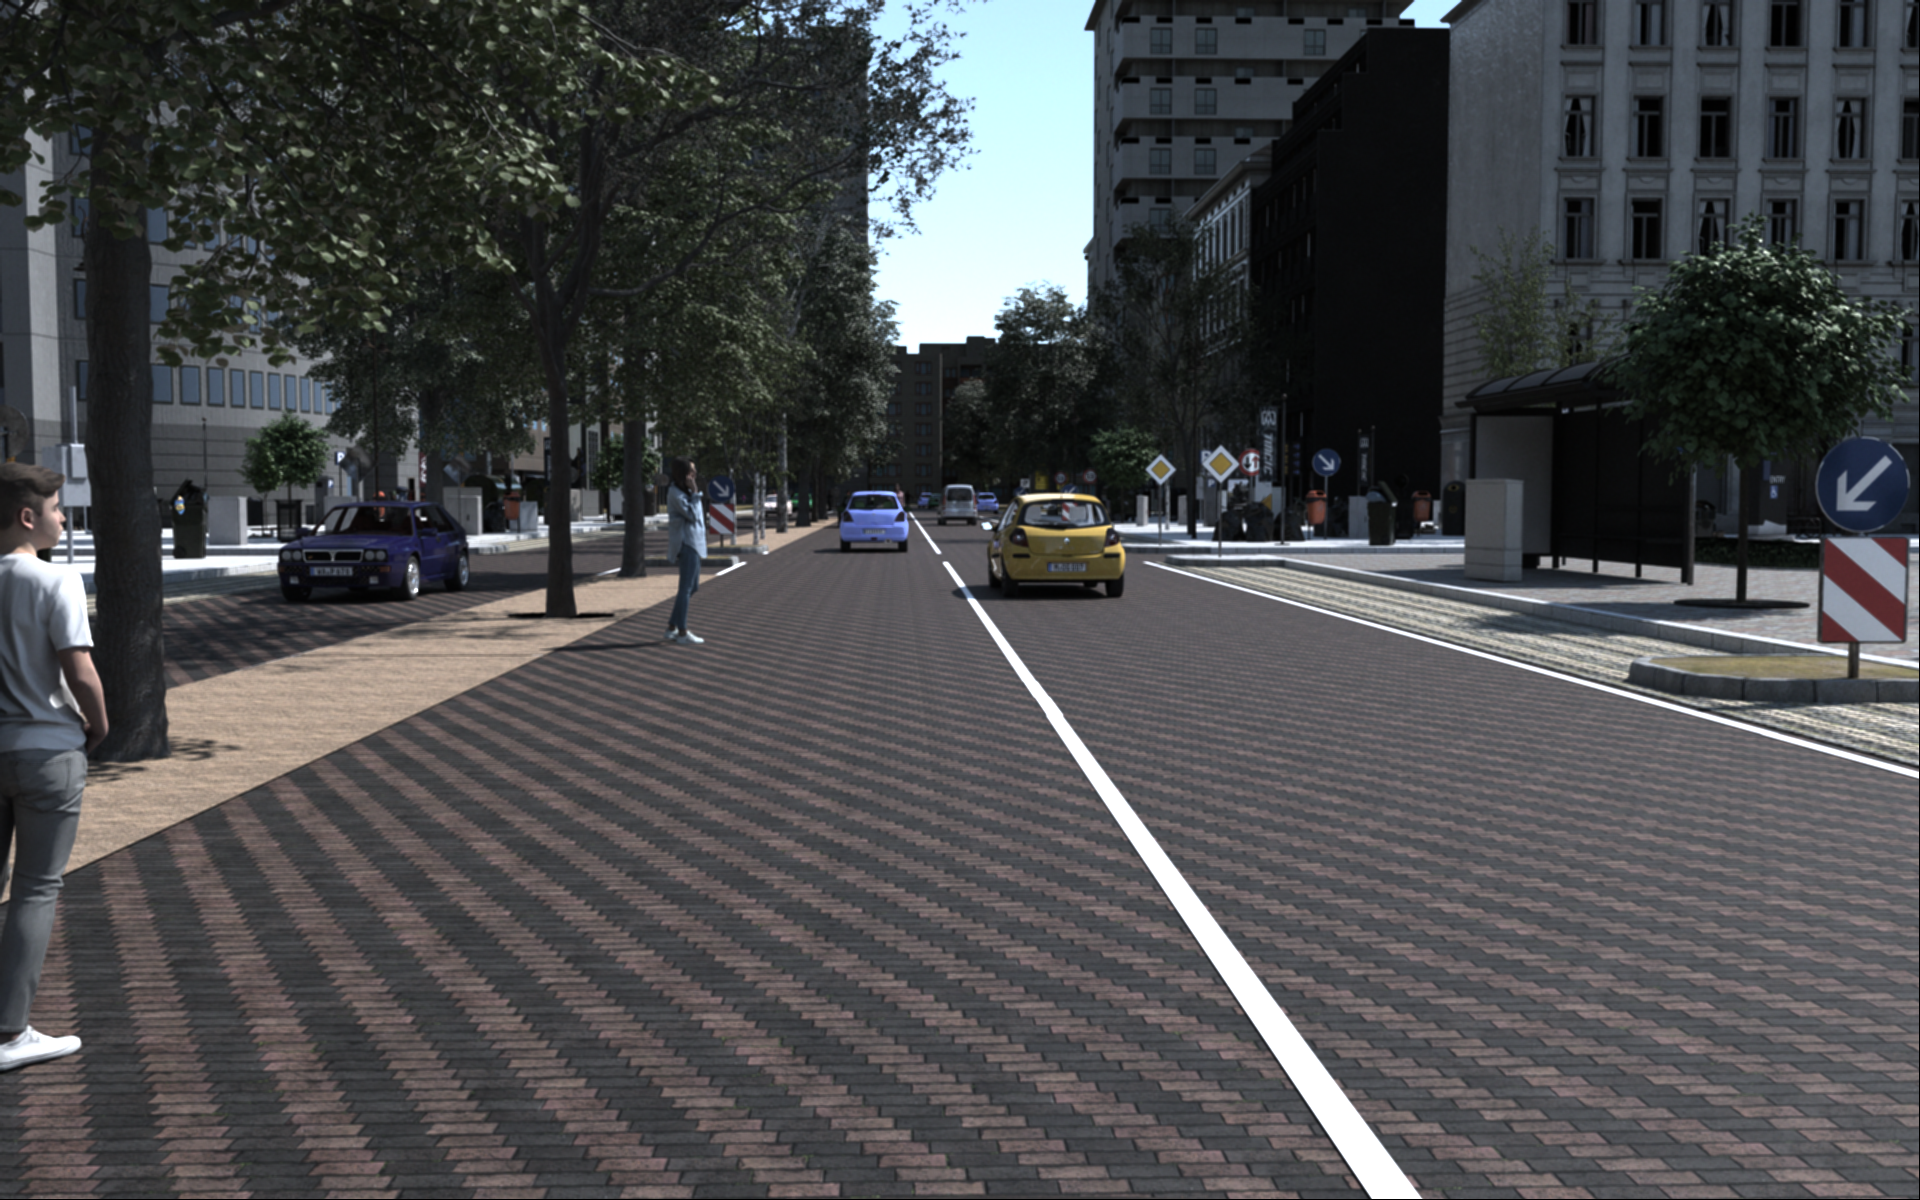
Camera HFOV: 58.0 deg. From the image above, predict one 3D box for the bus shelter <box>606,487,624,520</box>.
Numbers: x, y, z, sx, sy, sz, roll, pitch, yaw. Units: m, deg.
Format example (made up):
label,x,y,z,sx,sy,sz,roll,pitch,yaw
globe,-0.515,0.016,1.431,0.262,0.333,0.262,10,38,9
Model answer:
label,x,y,z,sx,sy,sz,roll,pitch,yaw
bus shelter,-16.938,-5.795,88.672,2.014,3.302,5.546,0,4,-2

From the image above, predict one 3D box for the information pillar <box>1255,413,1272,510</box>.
label,x,y,z,sx,sy,sz,roll,pitch,yaw
information pillar,8.750,-3.588,50.012,0.504,3.616,0.183,0,4,7

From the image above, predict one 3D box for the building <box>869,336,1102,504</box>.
label,x,y,z,sx,sy,sz,roll,pitch,yaw
building,2.729,-23.360,226.972,28.899,21.520,27.650,0,4,-2

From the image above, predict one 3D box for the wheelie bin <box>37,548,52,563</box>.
label,x,y,z,sx,sy,sz,roll,pitch,yaw
wheelie bin,-15.153,-1.239,28.173,0.693,1.594,0.980,2,4,33

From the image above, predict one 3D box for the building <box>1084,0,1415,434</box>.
label,x,y,z,sx,sy,sz,roll,pitch,yaw
building,27.814,-35.484,169.402,28.713,52.752,27.495,0,4,-2

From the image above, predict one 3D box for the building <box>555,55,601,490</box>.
label,x,y,z,sx,sy,sz,roll,pitch,yaw
building,-39.336,-50.005,130.253,22.319,86.520,31.000,0,4,-2

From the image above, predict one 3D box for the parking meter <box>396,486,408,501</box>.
label,x,y,z,sx,sy,sz,roll,pitch,yaw
parking meter,-18.260,-2.952,56.684,0.372,1.533,0.369,0,3,0

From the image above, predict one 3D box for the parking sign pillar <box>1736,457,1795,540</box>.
label,x,y,z,sx,sy,sz,roll,pitch,yaw
parking sign pillar,21.494,-3.525,46.110,1.447,3.967,1.447,-2,4,-34

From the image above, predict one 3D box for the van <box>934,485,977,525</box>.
label,x,y,z,sx,sy,sz,roll,pitch,yaw
van,-0.149,-4.493,80.474,2.013,2.044,4.112,0,4,-4

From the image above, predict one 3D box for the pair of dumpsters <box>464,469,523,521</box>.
label,x,y,z,sx,sy,sz,roll,pitch,yaw
pair of dumpsters,-17.507,-3.798,64.593,1.574,2.255,4.437,0,4,-2

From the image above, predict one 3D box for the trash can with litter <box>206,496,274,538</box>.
label,x,y,z,sx,sy,sz,roll,pitch,yaw
trash can with litter,-21.191,-2.452,51.146,2.233,1.210,1.678,0,4,0

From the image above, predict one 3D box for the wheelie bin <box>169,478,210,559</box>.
label,x,y,z,sx,sy,sz,roll,pitch,yaw
wheelie bin,-15.341,-1.627,34.516,0.693,1.594,0.980,-1,4,-17

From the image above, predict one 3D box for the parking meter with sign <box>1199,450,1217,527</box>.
label,x,y,z,sx,sy,sz,roll,pitch,yaw
parking meter with sign,9.766,-4.379,67.851,0.543,3.016,1.738,0,4,-1

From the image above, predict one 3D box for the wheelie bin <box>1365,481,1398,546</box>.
label,x,y,z,sx,sy,sz,roll,pitch,yaw
wheelie bin,10.483,-2.154,43.129,0.693,1.594,0.980,2,4,26

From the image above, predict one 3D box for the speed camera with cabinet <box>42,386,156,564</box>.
label,x,y,z,sx,sy,sz,roll,pitch,yaw
speed camera with cabinet,-16.188,-2.341,32.609,0.660,3.252,2.038,2,4,24

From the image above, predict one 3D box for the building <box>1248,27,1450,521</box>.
label,x,y,z,sx,sy,sz,roll,pitch,yaw
building,22.910,-15.972,90.816,12.332,23.373,15.834,0,4,-2

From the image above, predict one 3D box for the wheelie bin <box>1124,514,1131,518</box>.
label,x,y,z,sx,sy,sz,roll,pitch,yaw
wheelie bin,8.684,-5.149,92.095,0.693,1.594,0.980,-2,4,-32

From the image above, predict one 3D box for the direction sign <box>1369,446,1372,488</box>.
label,x,y,z,sx,sy,sz,roll,pitch,yaw
direction sign,19.166,-5.443,80.983,0.379,3.537,0.876,2,4,25

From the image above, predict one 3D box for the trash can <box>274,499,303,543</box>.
label,x,y,z,sx,sy,sz,roll,pitch,yaw
trash can,-17.636,-2.072,45.536,0.748,1.137,0.748,0,3,0

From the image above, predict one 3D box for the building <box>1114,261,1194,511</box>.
label,x,y,z,sx,sy,sz,roll,pitch,yaw
building,28.234,-18.175,142.208,27.650,21.520,28.899,0,4,-2

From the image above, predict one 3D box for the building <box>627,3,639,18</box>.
label,x,y,z,sx,sy,sz,roll,pitch,yaw
building,-50.082,-47.826,220.211,20.611,71.187,20.563,0,4,-2

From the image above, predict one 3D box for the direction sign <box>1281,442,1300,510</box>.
label,x,y,z,sx,sy,sz,roll,pitch,yaw
direction sign,14.277,-5.069,74.881,0.876,3.537,0.379,-1,4,-13

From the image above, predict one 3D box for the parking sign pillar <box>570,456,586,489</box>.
label,x,y,z,sx,sy,sz,roll,pitch,yaw
parking sign pillar,-25.805,-7.795,115.919,1.447,3.967,1.447,3,5,39

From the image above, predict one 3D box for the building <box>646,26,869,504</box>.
label,x,y,z,sx,sy,sz,roll,pitch,yaw
building,-25.696,-41.575,221.750,28.212,58.520,21.231,0,4,-2

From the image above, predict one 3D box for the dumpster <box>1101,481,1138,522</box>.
label,x,y,z,sx,sy,sz,roll,pitch,yaw
dumpster,7.513,-4.829,81.449,1.502,2.255,1.985,0,4,-2

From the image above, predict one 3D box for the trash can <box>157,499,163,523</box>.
label,x,y,z,sx,sy,sz,roll,pitch,yaw
trash can,-25.250,-2.594,54.073,0.748,1.137,0.748,0,3,0

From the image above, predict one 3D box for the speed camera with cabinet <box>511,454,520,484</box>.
label,x,y,z,sx,sy,sz,roll,pitch,yaw
speed camera with cabinet,-22.676,-5.541,84.934,2.038,3.252,0.660,0,4,3

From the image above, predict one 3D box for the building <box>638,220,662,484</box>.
label,x,y,z,sx,sy,sz,roll,pitch,yaw
building,-37.753,-24.672,175.082,14.107,30.474,14.160,0,4,-2

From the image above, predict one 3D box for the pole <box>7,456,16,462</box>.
label,x,y,z,sx,sy,sz,roll,pitch,yaw
pole,-24.831,-3.150,45.353,0.158,3.312,0.155,0,3,0

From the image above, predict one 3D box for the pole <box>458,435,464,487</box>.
label,x,y,z,sx,sy,sz,roll,pitch,yaw
pole,-17.278,-4.051,60.071,0.158,3.312,0.155,0,3,0

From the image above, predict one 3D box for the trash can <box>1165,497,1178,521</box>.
label,x,y,z,sx,sy,sz,roll,pitch,yaw
trash can,10.057,-4.302,81.995,0.748,1.137,0.748,0,3,0

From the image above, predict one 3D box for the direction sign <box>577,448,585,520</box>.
label,x,y,z,sx,sy,sz,roll,pitch,yaw
direction sign,-18.511,-5.660,84.543,0.379,3.537,0.876,-2,4,-30

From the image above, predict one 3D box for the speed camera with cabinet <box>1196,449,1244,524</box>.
label,x,y,z,sx,sy,sz,roll,pitch,yaw
speed camera with cabinet,11.274,-4.937,75.059,2.038,3.252,0.660,2,4,35

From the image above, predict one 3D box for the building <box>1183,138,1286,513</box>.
label,x,y,z,sx,sy,sz,roll,pitch,yaw
building,20.967,-17.109,108.609,11.050,23.489,19.941,0,4,-2

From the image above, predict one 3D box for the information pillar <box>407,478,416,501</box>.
label,x,y,z,sx,sy,sz,roll,pitch,yaw
information pillar,-24.497,-4.457,77.364,0.304,2.012,0.304,-2,4,-25

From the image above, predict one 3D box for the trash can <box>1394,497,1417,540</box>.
label,x,y,z,sx,sy,sz,roll,pitch,yaw
trash can,12.504,-2.280,48.924,0.748,1.137,0.748,0,3,0

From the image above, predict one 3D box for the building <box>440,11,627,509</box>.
label,x,y,z,sx,sy,sz,roll,pitch,yaw
building,-37.253,-30.839,154.321,14.600,45.320,14.200,0,4,-2

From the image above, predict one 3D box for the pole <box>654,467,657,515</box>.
label,x,y,z,sx,sy,sz,roll,pitch,yaw
pole,-18.595,-6.840,105.676,0.158,3.312,0.155,0,3,0

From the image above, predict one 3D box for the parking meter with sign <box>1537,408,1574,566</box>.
label,x,y,z,sx,sy,sz,roll,pitch,yaw
parking meter with sign,10.056,-2.134,31.156,1.738,3.016,0.543,0,4,3

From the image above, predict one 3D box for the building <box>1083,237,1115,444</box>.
label,x,y,z,sx,sy,sz,roll,pitch,yaw
building,29.401,-32.862,229.179,23.993,40.220,32.217,0,4,-2

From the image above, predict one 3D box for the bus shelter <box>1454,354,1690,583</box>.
label,x,y,z,sx,sy,sz,roll,pitch,yaw
bus shelter,9.651,-2.041,27.288,2.014,3.302,5.546,0,4,-2

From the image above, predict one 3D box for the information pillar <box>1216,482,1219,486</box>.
label,x,y,z,sx,sy,sz,roll,pitch,yaw
information pillar,15.070,-5.951,101.791,0.304,2.012,0.304,3,5,41

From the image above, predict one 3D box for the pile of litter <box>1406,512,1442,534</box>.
label,x,y,z,sx,sy,sz,roll,pitch,yaw
pile of litter,14.791,-2.553,55.701,1.719,0.858,1.176,0,4,4

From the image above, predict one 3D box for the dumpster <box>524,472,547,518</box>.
label,x,y,z,sx,sy,sz,roll,pitch,yaw
dumpster,-18.376,-4.530,76.551,1.502,2.255,1.985,0,4,-2

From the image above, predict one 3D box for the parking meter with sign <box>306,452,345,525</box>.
label,x,y,z,sx,sy,sz,roll,pitch,yaw
parking meter with sign,-26.374,-4.624,71.858,1.738,3.016,0.543,1,4,19

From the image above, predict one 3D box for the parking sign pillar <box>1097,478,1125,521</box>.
label,x,y,z,sx,sy,sz,roll,pitch,yaw
parking sign pillar,7.317,-5.844,84.019,1.447,3.967,1.447,1,4,13
